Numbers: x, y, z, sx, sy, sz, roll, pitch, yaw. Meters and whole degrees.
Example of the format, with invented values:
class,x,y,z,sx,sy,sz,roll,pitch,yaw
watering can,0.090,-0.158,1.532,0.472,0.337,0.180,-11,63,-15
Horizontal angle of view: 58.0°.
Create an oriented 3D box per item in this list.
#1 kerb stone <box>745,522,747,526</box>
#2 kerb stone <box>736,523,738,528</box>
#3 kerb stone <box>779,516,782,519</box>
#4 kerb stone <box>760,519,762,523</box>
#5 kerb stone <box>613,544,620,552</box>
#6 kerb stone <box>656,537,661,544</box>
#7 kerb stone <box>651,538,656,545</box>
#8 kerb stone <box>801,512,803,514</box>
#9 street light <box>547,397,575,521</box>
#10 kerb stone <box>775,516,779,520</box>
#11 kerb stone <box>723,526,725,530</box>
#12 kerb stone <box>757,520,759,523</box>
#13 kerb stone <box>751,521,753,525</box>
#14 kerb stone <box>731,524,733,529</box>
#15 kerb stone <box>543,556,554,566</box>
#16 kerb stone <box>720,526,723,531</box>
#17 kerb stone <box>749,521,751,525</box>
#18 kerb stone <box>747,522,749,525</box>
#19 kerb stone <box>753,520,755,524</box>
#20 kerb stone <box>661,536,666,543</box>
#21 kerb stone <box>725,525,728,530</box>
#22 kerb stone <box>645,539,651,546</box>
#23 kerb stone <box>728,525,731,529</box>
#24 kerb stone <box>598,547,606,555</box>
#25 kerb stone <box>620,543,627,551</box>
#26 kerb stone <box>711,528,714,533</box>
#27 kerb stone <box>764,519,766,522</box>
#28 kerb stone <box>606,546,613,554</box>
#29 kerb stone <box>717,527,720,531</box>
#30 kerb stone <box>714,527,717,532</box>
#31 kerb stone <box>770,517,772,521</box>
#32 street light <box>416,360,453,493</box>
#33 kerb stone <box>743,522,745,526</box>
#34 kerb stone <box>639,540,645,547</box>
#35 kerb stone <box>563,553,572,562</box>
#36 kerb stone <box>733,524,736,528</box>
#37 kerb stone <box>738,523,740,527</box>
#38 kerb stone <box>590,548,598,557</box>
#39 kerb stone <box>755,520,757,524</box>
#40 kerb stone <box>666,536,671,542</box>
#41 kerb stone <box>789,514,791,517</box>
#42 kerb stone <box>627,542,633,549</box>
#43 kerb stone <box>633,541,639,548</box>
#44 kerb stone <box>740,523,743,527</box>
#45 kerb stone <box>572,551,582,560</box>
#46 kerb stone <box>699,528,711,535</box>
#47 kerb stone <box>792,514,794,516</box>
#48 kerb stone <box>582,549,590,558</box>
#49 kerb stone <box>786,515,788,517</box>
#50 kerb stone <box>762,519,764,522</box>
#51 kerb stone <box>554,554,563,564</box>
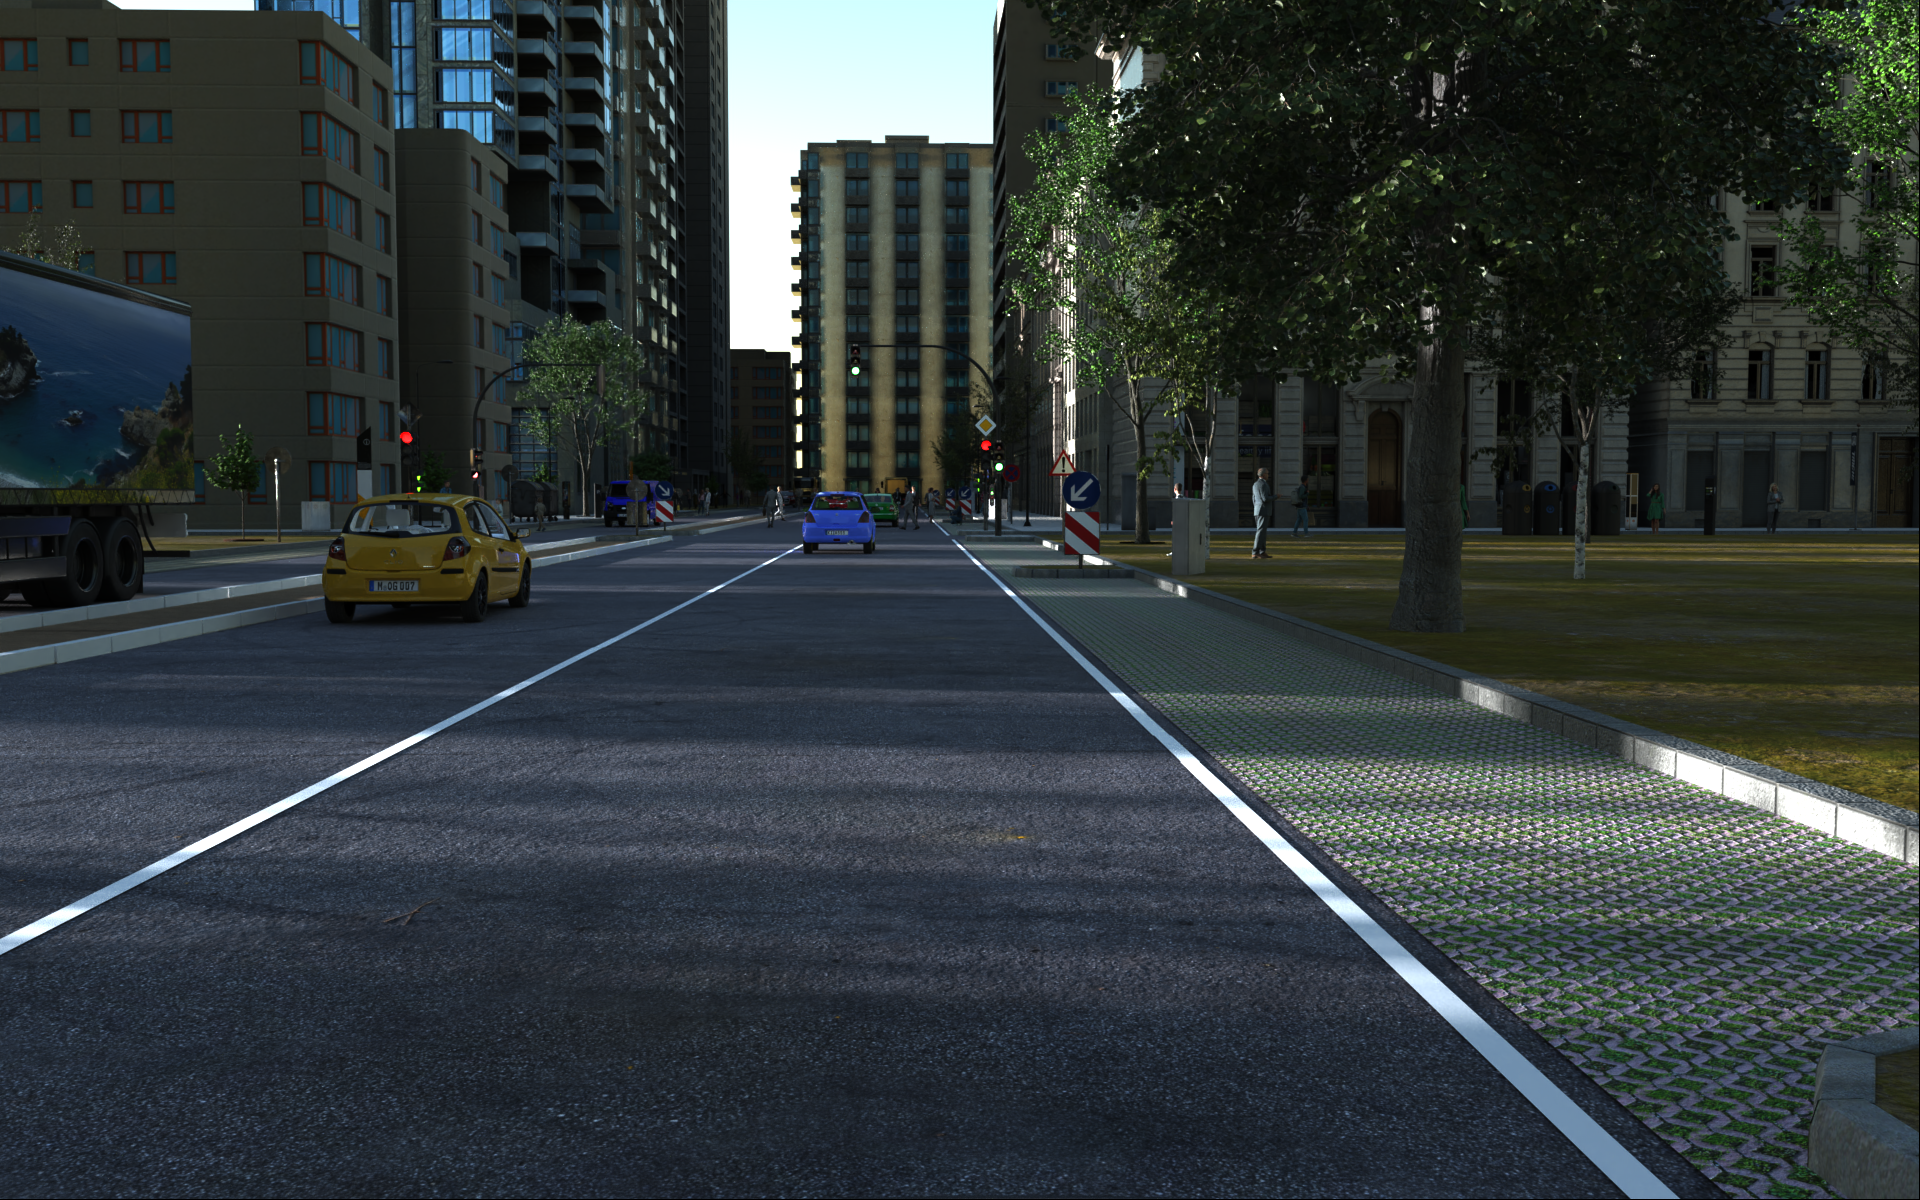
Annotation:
class,x,y,z,sx,sy,sz,roll,pitch,yaw
kerb stone,-9.712,-3.361,77.153,0.120,0.150,1.000,0,4,-2
kerb stone,-9.581,-3.111,73.055,0.120,0.150,1.000,0,4,-2
kerb stone,-10.439,-4.740,99.710,0.120,0.150,1.000,0,4,-2
kerb stone,-9.974,-3.864,85.378,0.120,0.150,1.000,0,4,-2
kerb stone,-8.598,-1.257,42.788,0.120,0.150,1.000,0,4,-2
kerb stone,-8.832,-1.700,49.983,0.120,0.150,1.000,0,4,-2
kerb stone,-8.794,-1.636,48.961,0.120,0.150,1.000,0,4,-2
kerb stone,-11.066,-5.933,119.204,0.120,0.150,1.000,0,4,-2
street light,-19.080,-6.749,82.890,1.470,5.913,1.316,0,4,-2
kerb stone,-10.339,-4.553,96.639,0.120,0.150,1.000,0,4,-2
kerb stone,-9.411,-2.796,67.924,0.120,0.150,1.000,0,4,-2
kerb stone,-9.908,-3.729,83.327,0.120,0.150,1.000,0,4,-2
kerb stone,-9.807,-3.548,80.241,0.120,0.150,1.000,0,4,-2
kerb stone,-9.509,-2.985,71.003,0.120,0.150,1.000,0,4,-2
kerb stone,-8.329,-0.757,34.579,0.120,0.150,1.000,0,4,-2
kerb stone,-9.382,-2.734,66.902,0.120,0.150,1.000,0,4,-2
kerb stone,-9.781,-3.488,79.219,0.120,0.150,1.000,0,4,-2
kerb stone,-9.745,-3.423,78.186,0.120,0.150,1.000,0,4,-2
kerb stone,-9.839,-3.613,81.263,0.120,0.150,1.000,0,4,-2
kerb stone,-8.869,-1.762,51.008,0.120,0.150,1.000,0,4,-2
kerb stone,-9.448,-2.858,68.951,0.120,0.150,1.000,0,4,-2
kerb stone,-8.770,-1.574,47.935,0.120,0.150,1.000,0,4,-2
kerb stone,-9.478,-2.919,69.973,0.120,0.150,1.000,0,4,-2
kerb stone,-8.532,-1.135,40.745,0.120,0.150,1.000,0,4,-2
kerb stone,-8.630,-1.322,43.813,0.120,0.150,1.000,0,4,-2
kerb stone,-9.280,-2.547,63.837,0.120,0.150,1.000,0,4,-2
kerb stone,-10.042,-3.989,87.423,0.120,0.150,1.000,0,4,-2
kerb stone,-8.570,-1.196,41.766,0.120,0.150,1.000,0,4,-2
kerb stone,-9.354,-2.672,65.880,0.120,0.150,1.000,0,4,-2
kerb stone,-9.308,-2.609,64.859,0.120,0.150,1.000,0,4,-2
kerb stone,-10.176,-4.240,91.516,0.120,0.150,1.000,0,4,-2
street light,-18.271,-5.361,60.189,1.470,5.913,1.316,0,4,-2
kerb stone,-9.675,-3.291,76.130,0.120,0.150,1.000,0,4,-2
kerb stone,-8.737,-1.512,46.909,0.120,0.150,1.000,0,4,-2
kerb stone,-8.407,-0.879,36.622,0.120,0.150,1.000,0,4,-2
kerb stone,-9.549,-3.048,72.024,0.120,0.150,1.000,0,4,-2
kerb stone,-9.611,-3.171,74.082,0.120,0.150,1.000,0,4,-2
kerb stone,-8.504,-1.071,39.705,0.120,0.150,1.000,0,4,-2
kerb stone,-9.875,-3.665,82.300,0.120,0.150,1.000,0,4,-2
kerb stone,-8.895,-1.817,52.030,0.120,0.150,1.000,0,4,-2
kerb stone,-10.657,-5.180,106.892,0.120,0.150,1.000,0,4,-2
kerb stone,-8.672,-1.378,44.846,0.120,0.150,1.000,0,4,-2
kerb stone,-8.703,-1.447,45.879,0.120,0.150,1.000,0,4,-2
kerb stone,-9.641,-3.236,75.107,0.120,0.150,1.000,0,4,-2
kerb stone,-8.433,-0.945,37.648,0.120,0.150,1.000,0,4,-2
kerb stone,-9.252,-2.483,62.799,0.120,0.150,1.000,0,4,-2
kerb stone,-10.769,-5.368,109.969,0.120,0.150,1.000,0,4,-2
kerb stone,-8.467,-1.007,38.673,0.120,0.150,1.000,0,4,-2
kerb stone,-10.567,-4.991,103.805,0.120,0.150,1.000,0,4,-2
kerb stone,-10.008,-3.927,86.400,0.120,0.150,1.000,0,4,-2
kerb stone,-8.374,-0.820,35.600,0.120,0.150,1.000,0,4,-2
